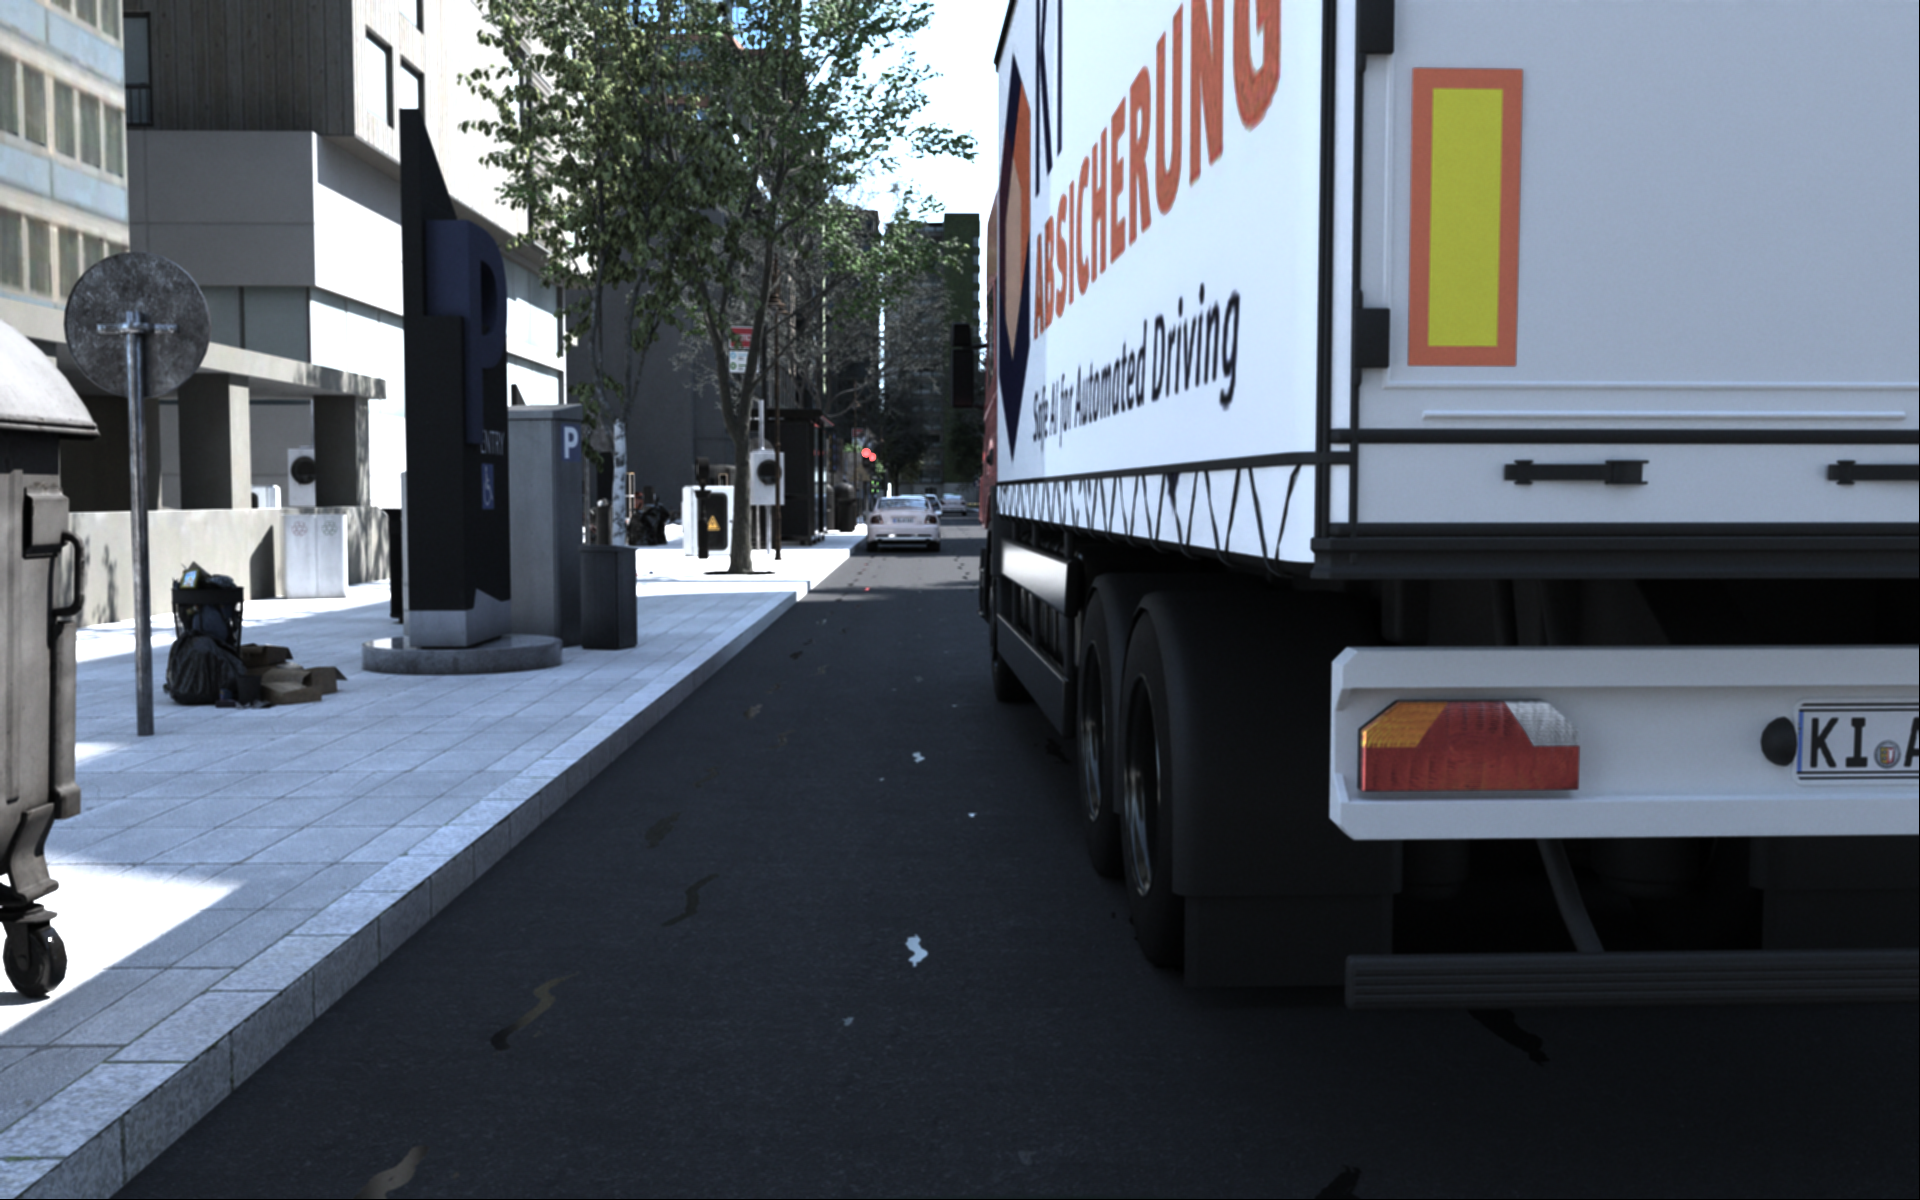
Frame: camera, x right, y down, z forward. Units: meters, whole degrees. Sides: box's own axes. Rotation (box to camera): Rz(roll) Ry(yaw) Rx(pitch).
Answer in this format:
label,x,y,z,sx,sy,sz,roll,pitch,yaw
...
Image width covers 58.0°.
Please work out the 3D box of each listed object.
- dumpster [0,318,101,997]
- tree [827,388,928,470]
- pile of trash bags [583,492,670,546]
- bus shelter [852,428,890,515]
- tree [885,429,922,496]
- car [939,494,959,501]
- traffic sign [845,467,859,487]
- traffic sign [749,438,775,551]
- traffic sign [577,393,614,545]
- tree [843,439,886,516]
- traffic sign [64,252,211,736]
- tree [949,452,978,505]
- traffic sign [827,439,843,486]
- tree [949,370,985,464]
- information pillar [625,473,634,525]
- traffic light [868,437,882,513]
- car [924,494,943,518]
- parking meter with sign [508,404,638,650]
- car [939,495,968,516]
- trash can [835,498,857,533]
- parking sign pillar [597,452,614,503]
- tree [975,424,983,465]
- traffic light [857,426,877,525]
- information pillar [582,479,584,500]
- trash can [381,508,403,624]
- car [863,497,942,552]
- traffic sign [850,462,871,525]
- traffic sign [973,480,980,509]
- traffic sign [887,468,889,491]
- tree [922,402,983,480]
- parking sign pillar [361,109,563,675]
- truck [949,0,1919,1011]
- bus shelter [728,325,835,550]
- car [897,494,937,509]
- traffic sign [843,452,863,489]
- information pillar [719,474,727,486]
label,x,y,z,sx,sy,sz,roll,pitch,yaw
dumpster,-2.860,0.128,3.670,1.264,1.857,1.865,0,4,-1
tree,-6.881,-12.950,146.143,8.767,10.594,7.601,-1,4,-14
pile of trash bags,-7.786,-2.066,43.528,3.447,1.369,1.912,1,4,20
bus shelter,-5.554,-7.986,108.205,2.179,5.291,8.768,0,4,-1
tree,-7.640,-18.270,216.834,7.486,12.596,7.792,0,3,0
car,-0.715,-7.944,138.683,1.959,1.807,4.718,0,4,0
traffic sign,-5.081,-5.035,82.421,0.768,2.556,0.104,0,4,6
traffic sign,-4.551,-2.380,39.014,0.768,2.556,0.104,0,4,6
traffic sign,-4.676,-1.327,21.703,0.884,2.594,0.081,0,4,1
tree,-6.029,-7.209,101.581,4.285,4.588,4.351,0,3,0
traffic sign,-4.334,-0.552,9.138,0.768,2.556,0.104,0,4,0
tree,0.880,-16.213,215.441,4.360,8.622,3.978,0,3,0
traffic sign,-5.397,-4.263,63.577,2.265,3.308,0.079,0,4,8
tree,2.716,-10.748,110.140,7.601,10.594,8.767,0,4,5
information pillar,-11.490,-3.398,60.043,0.304,2.012,0.304,1,4,17
traffic light,-4.029,-5.554,79.733,0.839,4.253,0.868,0,4,-1
car,-2.029,-5.591,103.416,2.014,1.417,4.499,0,4,0
parking meter with sign,-3.567,-1.120,14.571,1.738,3.016,0.543,1,4,18
car,-0.494,-6.399,116.988,2.083,1.381,4.827,0,4,-1
trash can,-3.796,-2.826,57.851,0.748,1.137,0.748,0,3,0
parking sign pillar,-16.661,-5.761,82.657,1.447,3.967,1.447,-1,4,-11
tree,3.079,-11.433,137.292,4.737,8.622,4.395,0,3,0
traffic light,-3.850,-5.066,71.750,0.839,4.253,0.868,0,4,-1
information pillar,-19.049,-5.045,86.971,0.304,2.012,0.304,1,4,14
trash can,-5.372,-0.344,17.279,0.748,1.137,0.748,0,3,0
car,-1.475,-1.973,44.624,2.083,1.381,4.827,0,4,-3
traffic sign,-4.067,-4.322,70.661,0.884,2.594,0.081,0,4,5
traffic sign,1.537,-9.295,152.073,0.768,2.556,0.104,0,4,3
traffic sign,-6.688,-8.642,135.163,2.265,3.308,0.079,0,4,8
tree,1.735,-14.816,160.370,7.486,12.596,7.792,0,3,0
parking sign pillar,-3.722,-1.492,12.863,1.447,3.967,1.447,0,4,-1
truck,1.549,-1.203,8.590,2.839,4.237,11.283,0,4,-3
bus shelter,-4.486,-4.058,43.978,2.179,5.291,8.768,0,4,-1
car,-1.922,-3.651,69.484,2.009,1.686,4.222,0,4,-2
traffic sign,-5.833,-5.510,83.964,2.265,3.308,0.079,0,4,3
information pillar,-8.661,-3.602,63.384,0.304,2.012,0.304,0,4,-6
